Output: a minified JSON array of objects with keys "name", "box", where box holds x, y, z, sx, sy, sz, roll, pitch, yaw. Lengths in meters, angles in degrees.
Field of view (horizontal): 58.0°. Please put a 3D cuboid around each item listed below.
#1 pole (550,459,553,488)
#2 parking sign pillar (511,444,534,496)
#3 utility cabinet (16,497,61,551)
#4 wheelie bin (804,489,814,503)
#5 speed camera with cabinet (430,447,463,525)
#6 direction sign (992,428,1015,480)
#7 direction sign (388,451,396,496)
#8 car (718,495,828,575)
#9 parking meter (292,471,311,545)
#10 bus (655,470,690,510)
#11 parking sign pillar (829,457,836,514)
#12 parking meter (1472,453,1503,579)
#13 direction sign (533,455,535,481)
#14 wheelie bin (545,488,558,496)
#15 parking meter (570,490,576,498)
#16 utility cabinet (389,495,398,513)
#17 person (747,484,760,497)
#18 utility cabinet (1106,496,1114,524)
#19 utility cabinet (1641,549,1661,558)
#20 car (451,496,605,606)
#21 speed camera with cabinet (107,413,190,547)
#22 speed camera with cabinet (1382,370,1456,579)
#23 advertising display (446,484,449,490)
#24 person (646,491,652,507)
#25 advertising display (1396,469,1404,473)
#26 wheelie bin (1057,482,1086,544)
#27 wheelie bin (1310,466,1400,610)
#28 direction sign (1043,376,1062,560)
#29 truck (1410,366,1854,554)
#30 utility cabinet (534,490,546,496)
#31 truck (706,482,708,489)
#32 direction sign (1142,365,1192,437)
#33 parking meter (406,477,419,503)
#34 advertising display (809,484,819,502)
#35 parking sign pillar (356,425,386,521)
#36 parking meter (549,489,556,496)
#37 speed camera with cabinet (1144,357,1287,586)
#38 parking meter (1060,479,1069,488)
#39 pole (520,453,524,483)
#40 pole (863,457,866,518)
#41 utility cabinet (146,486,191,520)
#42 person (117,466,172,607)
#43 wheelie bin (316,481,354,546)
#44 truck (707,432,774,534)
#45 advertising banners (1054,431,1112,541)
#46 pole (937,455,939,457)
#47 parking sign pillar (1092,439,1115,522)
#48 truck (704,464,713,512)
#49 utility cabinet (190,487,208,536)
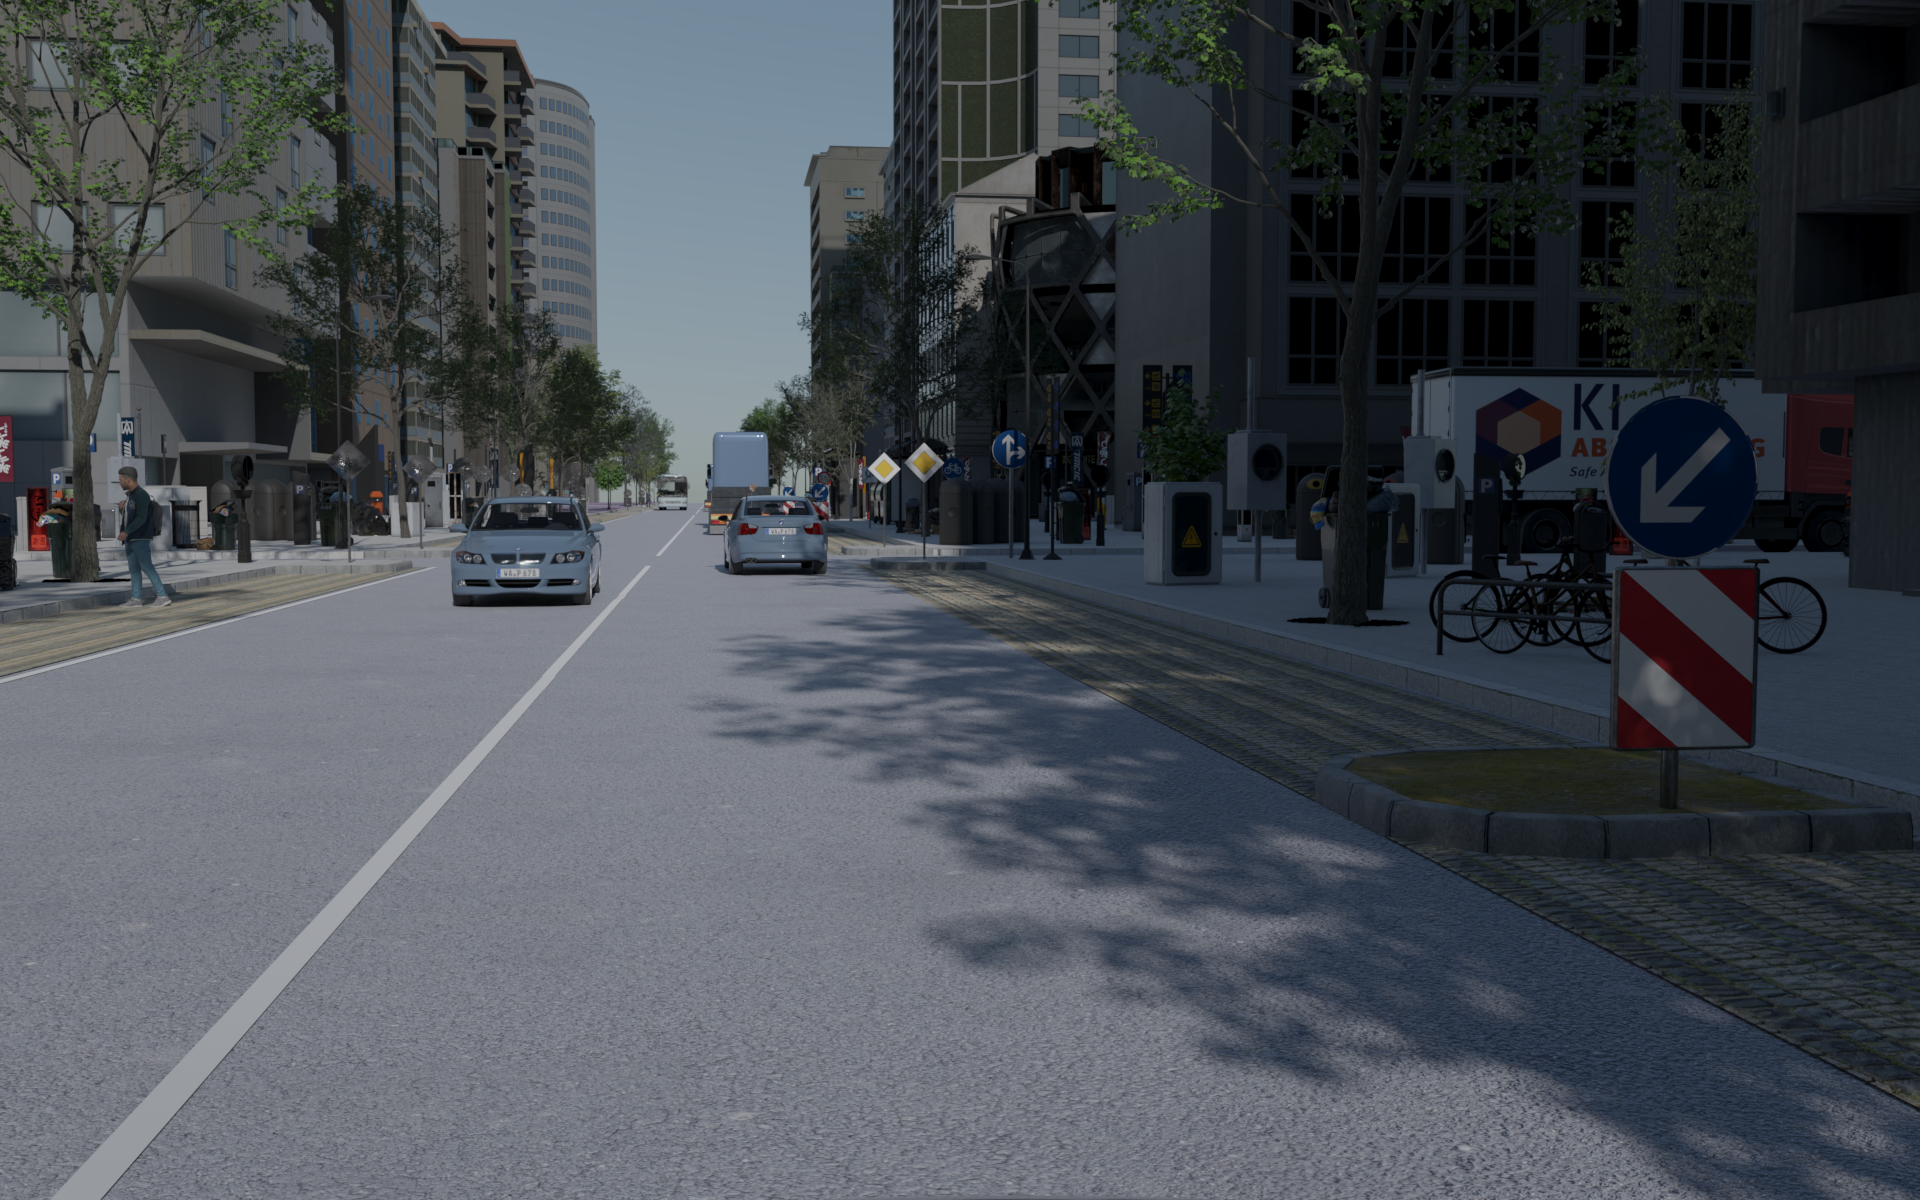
[{"name":"pole","box":[-23.404,-6.453,99.343,0.158,3.312,0.155,0,3,0]},{"name":"parking sign pillar","box":[-22.653,-6.177,89.471,1.447,3.967,1.447,2,4,31]},{"name":"utility cabinet","box":[-20.849,-1.716,39.226,1.020,1.237,0.306,1,4,20]},{"name":"wheelie bin","box":[-9.394,-6.170,108.787,0.693,1.594,0.980,1,4,10]},{"name":"speed camera with cabinet","box":[-21.488,-4.766,72.258,2.038,3.252,0.660,3,5,42]},{"name":"direction sign","box":[1.480,-4.111,59.208,0.876,3.537,0.379,2,4,27]},{"name":"direction sign","box":[-30.206,-6.124,92.124,0.379,3.537,0.876,0,4,5]},{"name":"car","box":[-3.460,-1.230,32.117,2.014,1.417,4.499,-1,4,-10]},{"name":"parking meter","box":[-16.567,-2.319,43.625,0.399,1.863,0.255,0,4,-4]},{"name":"bus","box":[-25.669,-9.781,154.779,2.948,3.499,13.247,-1,4,-9]},{"name":"parking sign pillar","box":[-7.866,-7.485,110.845,1.447,3.967,1.447,0,4,-5]},{"name":"parking meter","box":[7.523,-1.161,24.699,0.399,1.863,0.255,1,4,21]},{"name":"direction sign","box":[-25.033,-6.698,101.506,0.379,3.537,0.876,-2,4,-29]},{"name":"wheelie bin","box":[-22.878,-5.452,97.051,0.693,1.594,0.980,-2,4,-30]},{"name":"parking meter","box":[-24.369,-6.157,109.085,0.372,1.533,0.369,0,3,0]},{"name":"utility cabinet","box":[-27.289,-4.453,83.961,0.306,1.237,1.020,1,4,10]},{"name":"person","box":[-6.887,-3.016,58.231,0.534,1.772,0.576,1,4,18]},{"name":"utility cabinet","box":[6.632,-3.809,73.444,0.306,1.237,1.020,3,5,44]},{"name":"utility cabinet","box":[14.051,-1.592,34.705,1.173,1.500,0.318,-3,5,-44]},{"name":"car","box":[-5.866,-0.717,23.734,2.014,1.417,4.499,-1,4,-9]},{"name":"speed camera with cabinet","box":[-19.856,-2.939,42.387,2.038,3.252,0.660,1,4,19]},{"name":"speed camera with cabinet","box":[6.982,-1.999,27.027,2.038,3.252,0.660,-3,5,-45]},{"name":"advertising display","box":[-32.891,-6.503,111.532,0.123,1.923,0.974,2,4,24]},{"name":"person","box":[-31.885,-10.325,177.754,0.568,1.767,0.683,1,4,19]},{"name":"advertising display","box":[11.717,-2.483,45.810,0.123,1.923,0.974,2,4,31]},{"name":"wheelie bin","box":[2.866,-2.251,44.704,0.693,1.594,0.980,0,4,-8]},{"name":"wheelie bin","box":[4.430,-0.698,19.317,0.980,1.594,0.693,0,4,-5]},{"name":"direction sign","box":[1.808,-2.555,33.765,0.379,3.537,0.876,-1,4,-12]},{"name":"truck","box":[16.179,-3.113,39.817,11.283,4.237,2.839,0,4,-6]},{"name":"utility cabinet","box":[-25.001,-5.759,102.838,0.318,1.500,1.173,-3,5,-44]},{"name":"truck","box":[-29.840,-13.463,216.047,3.469,3.379,9.791,-1,4,-9]},{"name":"direction sign","box":[3.638,-2.352,30.456,0.876,3.537,0.379,0,4,-4]},{"name":"parking meter","box":[-18.409,-3.216,58.294,0.399,1.863,0.255,-3,4,-38]},{"name":"advertising display","box":[-9.232,-6.520,111.818,0.974,1.923,0.123,-1,4,-13]},{"name":"parking sign pillar","box":[-23.057,-4.847,67.719,1.447,3.967,1.447,3,4,36]},{"name":"parking meter","box":[-21.764,-5.140,92.449,0.372,1.533,0.369,0,3,0]},{"name":"speed camera with cabinet","box":[3.657,-1.859,24.723,2.038,3.252,0.660,-2,4,-23]},{"name":"parking meter","box":[4.207,-3.887,69.266,0.399,1.863,0.255,-3,5,-43]},{"name":"pole","box":[-21.747,-5.635,85.982,0.158,3.312,0.155,0,3,0]},{"name":"pole","box":[-5.225,-6.133,94.115,0.158,3.312,0.155,0,3,0]},{"name":"utility cabinet","box":[-20.832,-2.238,45.265,1.173,1.500,0.318,1,4,9]},{"name":"person","box":[-10.380,-0.796,21.855,0.623,1.781,0.721,3,4,38]},{"name":"wheelie bin","box":[-15.330,-2.118,42.530,0.980,1.594,0.693,1,4,22]},{"name":"truck","box":[-8.742,-4.867,69.335,2.967,4.110,18.799,0,4,-8]},{"name":"advertising banners","box":[3.413,-3.167,47.961,2.074,3.025,0.090,-3,4,-36]},{"name":"pole","box":[-1.006,-5.284,80.241,0.158,3.312,0.155,0,3,0]},{"name":"parking sign pillar","box":[6.870,-5.648,80.812,1.447,3.967,1.447,3,5,43]},{"name":"truck","box":[-20.587,-9.738,148.970,2.967,4.110,18.799,0,4,-7]},{"name":"utility cabinet","box":[-23.462,-2.677,52.450,1.173,1.500,0.318,-3,5,-40]}]
